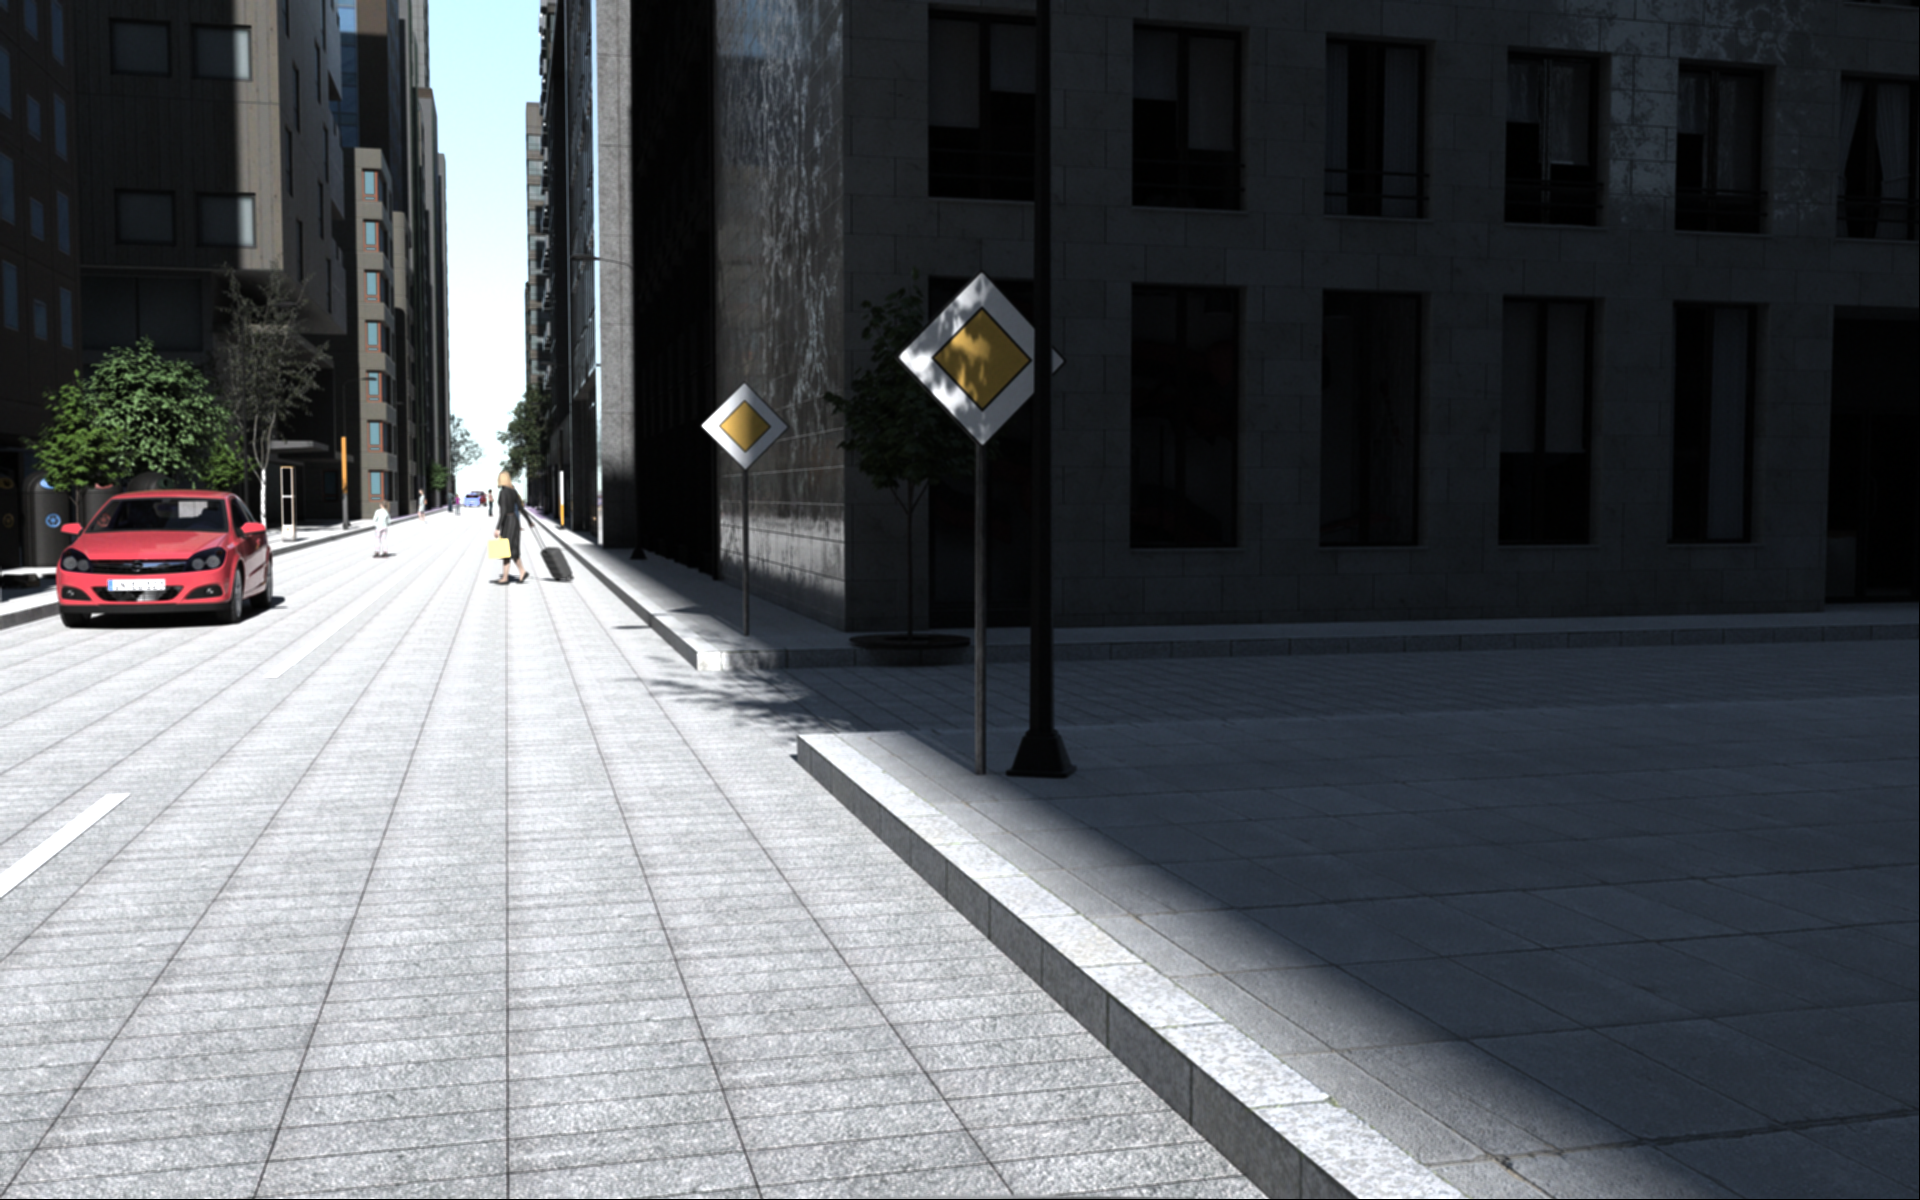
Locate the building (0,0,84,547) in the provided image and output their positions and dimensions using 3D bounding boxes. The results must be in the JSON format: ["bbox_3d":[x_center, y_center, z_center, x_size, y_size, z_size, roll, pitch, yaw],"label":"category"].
[{"bbox_3d":[-29.117,-23.735,38.178,14.600,45.320,14.200,-1,4,-15],"label":"building"}]

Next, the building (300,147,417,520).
[{"bbox_3d":[-45.950,-15.439,97.463,27.650,21.520,28.899,-1,4,-15],"label":"building"}]

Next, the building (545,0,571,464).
[{"bbox_3d":[-10.360,-15.691,75.615,14.314,24.678,30.058,-1,4,-15],"label":"building"}]

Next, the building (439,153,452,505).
[{"bbox_3d":[-66.590,-31.596,200.182,14.154,41.232,14.086,-1,4,-15],"label":"building"}]

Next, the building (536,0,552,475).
[{"bbox_3d":[-24.595,-32.420,149.670,23.786,49.044,30.456,-1,4,-15],"label":"building"}]

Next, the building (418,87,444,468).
[{"bbox_3d":[-63.178,-32.769,185.887,14.600,45.320,14.200,-1,4,-15],"label":"building"}]

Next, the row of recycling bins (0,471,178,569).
[{"bbox_3d":[-15.817,-1.452,30.845,3.534,1.692,1.069,-3,5,-44],"label":"row of recycling bins"}]

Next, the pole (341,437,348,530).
[{"bbox_3d":[-21.958,-4.158,61.822,0.158,3.312,0.155,0,3,0],"label":"pole"}]

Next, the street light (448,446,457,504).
[{"bbox_3d":[-49.948,-11.977,168.364,1.470,5.913,1.316,-1,4,-15],"label":"street light"}]

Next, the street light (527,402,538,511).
[{"bbox_3d":[-21.094,-7.065,88.049,1.470,5.913,1.316,-1,4,-15],"label":"street light"}]

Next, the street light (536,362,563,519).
[{"bbox_3d":[-14.086,-5.423,61.211,1.470,5.913,1.316,-1,4,-15],"label":"street light"}]

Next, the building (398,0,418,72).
[{"bbox_3d":[-53.303,-28.334,146.861,14.154,41.232,14.086,-1,4,-15],"label":"building"}]

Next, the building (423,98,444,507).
[{"bbox_3d":[-59.559,-29.883,172.189,14.154,41.232,14.086,-1,4,-15],"label":"building"}]

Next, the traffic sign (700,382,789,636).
[{"bbox_3d":[-1.933,-0.731,15.588,0.795,2.450,0.064,-1,4,-15],"label":"traffic sign"}]

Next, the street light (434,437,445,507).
[{"bbox_3d":[-42.887,-10.342,141.638,1.470,5.913,1.316,-1,4,-15],"label":"street light"}]

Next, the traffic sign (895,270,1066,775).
[{"bbox_3d":[0.091,-0.258,7.863,0.795,2.450,0.064,-1,4,-15],"label":"traffic sign"}]

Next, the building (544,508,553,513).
[{"bbox_3d":[-13.548,-26.474,124.736,32.217,40.220,23.993,-1,4,-15],"label":"building"}]

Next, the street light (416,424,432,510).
[{"bbox_3d":[-35.936,-8.700,114.786,1.470,5.913,1.316,-1,4,-15],"label":"street light"}]

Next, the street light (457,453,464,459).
[{"bbox_3d":[-57.060,-13.621,195.237,1.470,5.913,1.316,-1,4,-15],"label":"street light"}]

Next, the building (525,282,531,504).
[{"bbox_3d":[-52.188,-28.462,237.062,14.160,30.474,14.107,-1,4,-15],"label":"building"}]

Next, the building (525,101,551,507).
[{"bbox_3d":[-38.981,-30.689,185.352,14.154,41.232,14.086,-1,4,-15],"label":"building"}]

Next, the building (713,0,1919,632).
[{"bbox_3d":[5.755,-10.265,22.582,16.860,20.320,10.420,-1,4,-15],"label":"building"}]

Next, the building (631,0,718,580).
[{"bbox_3d":[0.299,-12.509,34.199,12.332,23.373,15.834,-1,4,-15],"label":"building"}]

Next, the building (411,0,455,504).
[{"bbox_3d":[-74.084,-47.520,215.210,20.563,71.187,20.611,-1,4,-15],"label":"building"}]

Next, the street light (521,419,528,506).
[{"bbox_3d":[-26.234,-8.245,107.348,1.470,5.913,1.316,-1,4,-15],"label":"street light"}]

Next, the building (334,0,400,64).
[{"bbox_3d":[-45.949,-28.676,118.969,14.600,45.320,14.200,-1,4,-15],"label":"building"}]

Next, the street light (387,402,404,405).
[{"bbox_3d":[-28.870,-7.048,87.780,1.470,5.913,1.316,-1,4,-15],"label":"street light"}]

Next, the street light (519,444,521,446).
[{"bbox_3d":[-33.368,-9.909,134.549,1.470,5.913,1.316,-1,4,-15],"label":"street light"}]

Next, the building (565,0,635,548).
[{"bbox_3d":[-5.124,-14.261,51.190,12.078,24.808,19.932,-1,4,-15],"label":"building"}]

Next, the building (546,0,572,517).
[{"bbox_3d":[-17.592,-20.344,104.323,14.160,30.474,14.107,-1,4,-15],"label":"building"}]

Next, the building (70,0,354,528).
[{"bbox_3d":[-38.587,-29.113,65.241,28.713,52.752,27.495,-1,4,-15],"label":"building"}]
